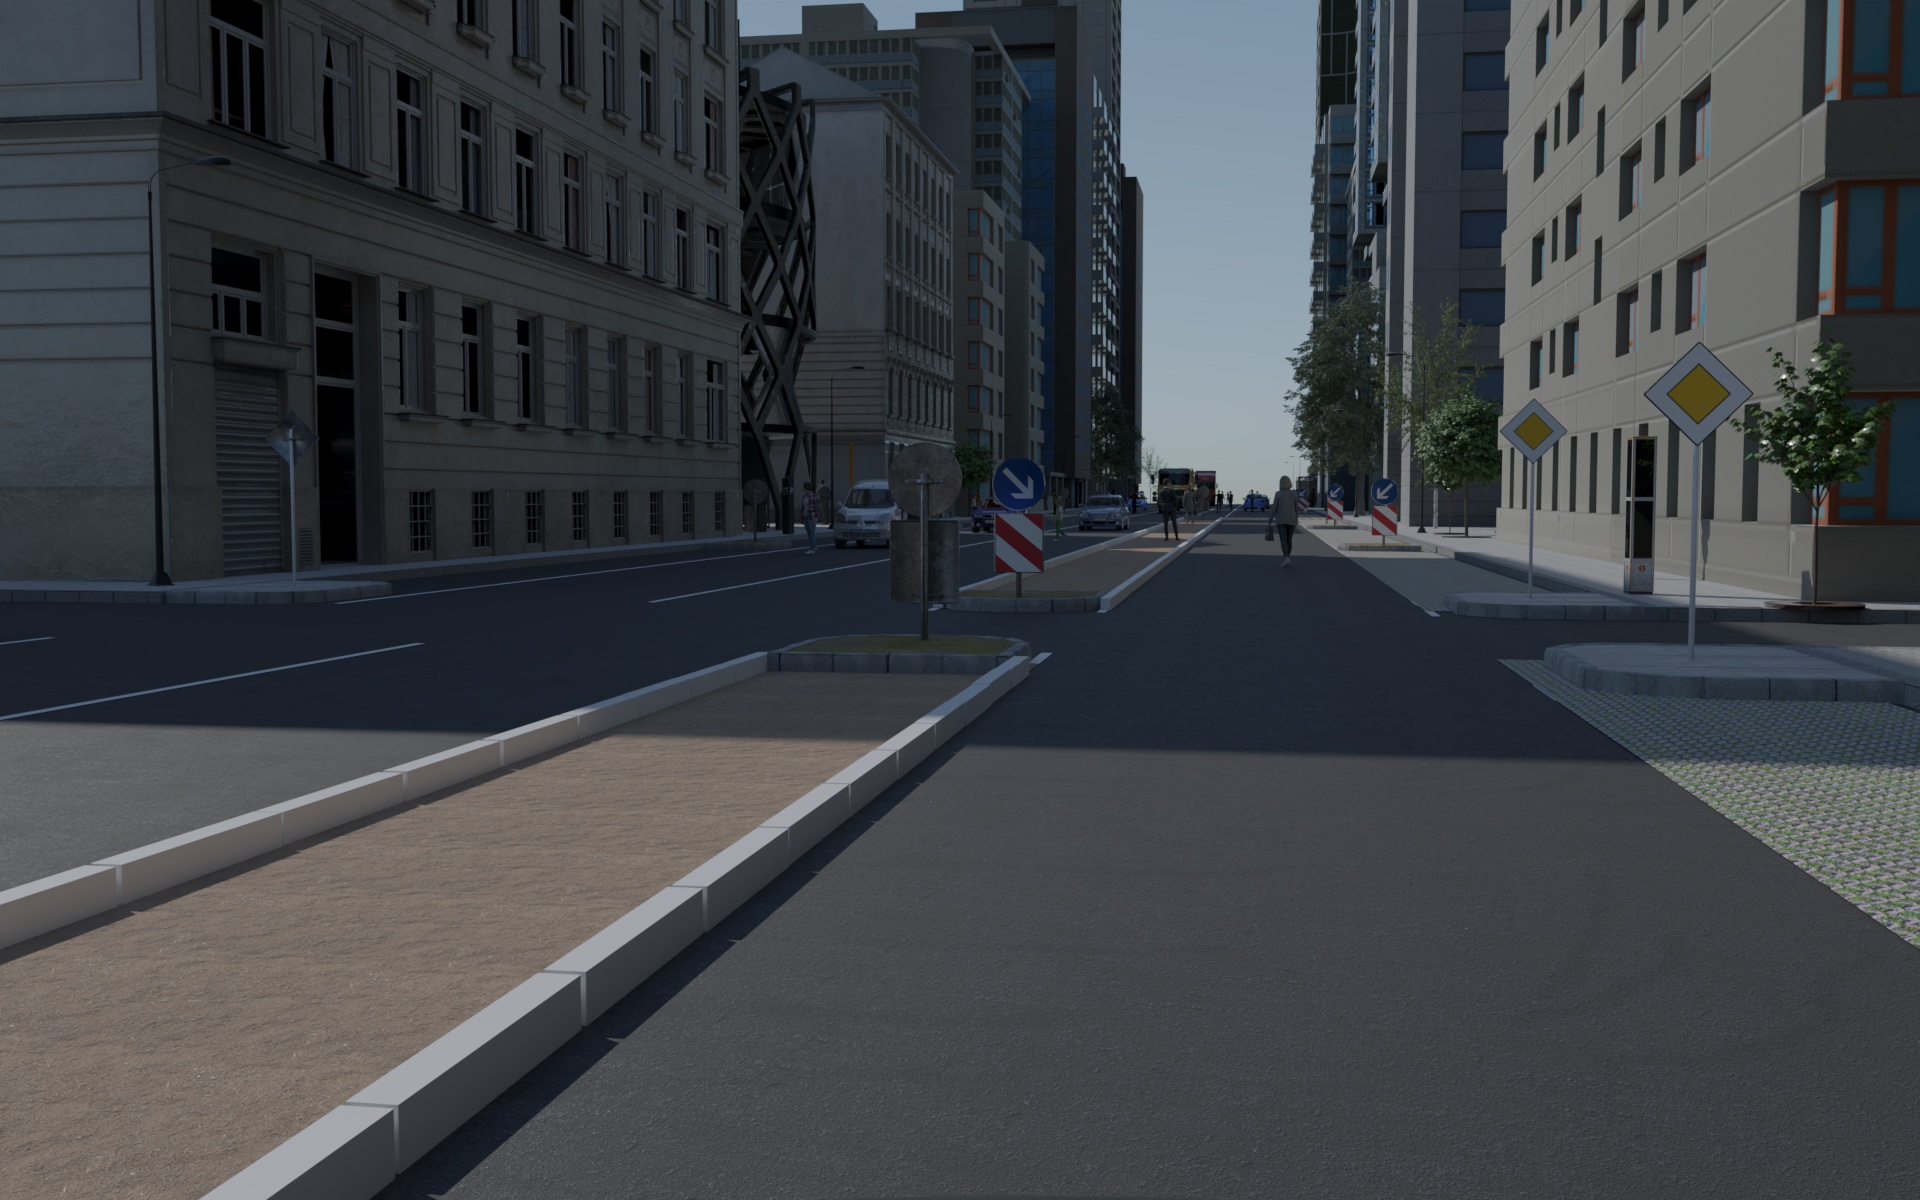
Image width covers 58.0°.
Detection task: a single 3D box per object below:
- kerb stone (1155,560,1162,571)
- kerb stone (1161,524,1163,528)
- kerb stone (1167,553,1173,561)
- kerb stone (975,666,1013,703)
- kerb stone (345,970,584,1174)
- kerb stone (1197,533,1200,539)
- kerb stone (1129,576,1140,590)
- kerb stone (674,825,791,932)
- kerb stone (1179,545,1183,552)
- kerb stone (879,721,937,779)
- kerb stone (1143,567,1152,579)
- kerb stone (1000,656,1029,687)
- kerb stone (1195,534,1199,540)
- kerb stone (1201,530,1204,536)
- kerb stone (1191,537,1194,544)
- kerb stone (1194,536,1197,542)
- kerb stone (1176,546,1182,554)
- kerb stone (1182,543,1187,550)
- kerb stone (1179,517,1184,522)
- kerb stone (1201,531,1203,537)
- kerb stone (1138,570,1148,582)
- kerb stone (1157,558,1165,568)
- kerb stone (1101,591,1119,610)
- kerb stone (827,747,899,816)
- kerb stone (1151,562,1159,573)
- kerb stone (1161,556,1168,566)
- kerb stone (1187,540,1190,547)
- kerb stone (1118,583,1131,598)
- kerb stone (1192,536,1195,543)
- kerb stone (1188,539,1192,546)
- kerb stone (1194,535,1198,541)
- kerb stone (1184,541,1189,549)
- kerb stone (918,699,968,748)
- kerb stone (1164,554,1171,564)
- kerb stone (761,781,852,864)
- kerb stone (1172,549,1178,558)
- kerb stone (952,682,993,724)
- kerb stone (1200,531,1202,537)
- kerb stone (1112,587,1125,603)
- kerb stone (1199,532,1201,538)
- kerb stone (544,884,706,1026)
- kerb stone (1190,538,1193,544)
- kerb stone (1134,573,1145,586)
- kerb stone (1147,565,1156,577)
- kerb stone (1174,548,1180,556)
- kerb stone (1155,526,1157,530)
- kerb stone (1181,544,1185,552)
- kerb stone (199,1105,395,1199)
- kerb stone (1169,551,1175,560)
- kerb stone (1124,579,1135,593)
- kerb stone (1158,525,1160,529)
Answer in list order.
[{"bbox_3d":[3.598,-0.596,31.938,0.120,0.150,1.000,1,4,10],"label":"kerb stone"},{"bbox_3d":[8.090,-2.967,70.713,0.120,0.150,1.000,1,4,10],"label":"kerb stone"},{"bbox_3d":[4.288,-0.841,35.991,0.120,0.150,1.000,1,4,10],"label":"kerb stone"},{"bbox_3d":[0.224,0.610,12.220,0.120,0.150,1.000,1,4,10],"label":"kerb stone"},{"bbox_3d":[-1.156,1.105,4.145,0.120,0.150,1.000,1,4,10],"label":"kerb stone"},{"bbox_3d":[7.221,-1.891,53.158,0.120,0.150,1.000,1,4,10],"label":"kerb stone"},{"bbox_3d":[2.562,-0.226,25.888,0.120,0.150,1.000,1,4,10],"label":"kerb stone"},{"bbox_3d":[-0.801,0.980,6.167,0.120,0.150,1.000,1,4,10],"label":"kerb stone"},{"bbox_3d":[5.150,-1.153,41.042,0.120,0.150,1.000,1,4,10],"label":"kerb stone"},{"bbox_3d":[-0.283,0.795,9.191,0.120,0.150,1.000,1,4,10],"label":"kerb stone"},{"bbox_3d":[3.076,-0.409,28.912,0.120,0.150,1.000,1,4,10],"label":"kerb stone"},{"bbox_3d":[0.404,0.550,13.231,0.120,0.150,1.000,1,4,10],"label":"kerb stone"},{"bbox_3d":[7.042,-1.832,52.148,0.120,0.150,1.000,1,4,10],"label":"kerb stone"},{"bbox_3d":[7.905,-2.140,57.189,0.120,0.150,1.000,1,4,10],"label":"kerb stone"},{"bbox_3d":[6.363,-1.582,48.105,0.120,0.150,1.000,1,4,10],"label":"kerb stone"},{"bbox_3d":[6.708,-1.704,50.123,0.120,0.150,1.000,1,4,10],"label":"kerb stone"},{"bbox_3d":[4.983,-1.091,40.029,0.120,0.150,1.000,1,4,10],"label":"kerb stone"},{"bbox_3d":[5.490,-1.275,43.058,0.120,0.150,1.000,1,4,10],"label":"kerb stone"},{"bbox_3d":[11.889,-4.328,92.952,0.120,0.150,1.000,1,4,10],"label":"kerb stone"},{"bbox_3d":[7.739,-2.077,56.180,0.120,0.150,1.000,1,4,10],"label":"kerb stone"},{"bbox_3d":[2.903,-0.349,27.903,0.120,0.150,1.000,1,4,10],"label":"kerb stone"},{"bbox_3d":[3.768,-0.658,32.951,0.120,0.150,1.000,1,4,10],"label":"kerb stone"},{"bbox_3d":[1.876,0.023,21.839,0.120,0.150,1.000,1,4,10],"label":"kerb stone"},{"bbox_3d":[-0.460,0.857,8.183,0.120,0.150,1.000,1,4,10],"label":"kerb stone"},{"bbox_3d":[3.424,-0.534,30.931,0.120,0.150,1.000,1,4,10],"label":"kerb stone"},{"bbox_3d":[3.933,-0.720,33.959,0.120,0.150,1.000,1,4,10],"label":"kerb stone"},{"bbox_3d":[5.845,-1.399,45.073,0.120,0.150,1.000,1,4,10],"label":"kerb stone"},{"bbox_3d":[2.222,-0.102,23.867,0.120,0.150,1.000,1,4,10],"label":"kerb stone"},{"bbox_3d":[6.526,-1.647,49.117,0.120,0.150,1.000,1,4,10],"label":"kerb stone"},{"bbox_3d":[6.016,-1.458,46.091,0.120,0.150,1.000,1,4,10],"label":"kerb stone"},{"bbox_3d":[6.874,-1.770,51.131,0.120,0.150,1.000,1,4,10],"label":"kerb stone"},{"bbox_3d":[5.673,-1.338,44.066,0.120,0.150,1.000,1,4,10],"label":"kerb stone"},{"bbox_3d":[-0.112,0.733,10.203,0.120,0.150,1.000,1,4,10],"label":"kerb stone"},{"bbox_3d":[4.115,-0.782,34.974,0.120,0.150,1.000,1,4,10],"label":"kerb stone"},{"bbox_3d":[-0.634,0.919,7.175,0.120,0.150,1.000,1,4,10],"label":"kerb stone"},{"bbox_3d":[4.637,-0.964,38.008,0.120,0.150,1.000,1,4,10],"label":"kerb stone"},{"bbox_3d":[0.064,0.674,11.211,0.120,0.150,1.000,1,4,10],"label":"kerb stone"},{"bbox_3d":[7.568,-2.017,55.173,0.120,0.150,1.000,1,4,10],"label":"kerb stone"},{"bbox_3d":[2.050,-0.040,22.857,0.120,0.150,1.000,1,4,10],"label":"kerb stone"},{"bbox_3d":[7.389,-1.955,54.166,0.120,0.150,1.000,1,4,10],"label":"kerb stone"},{"bbox_3d":[-0.980,1.043,5.160,0.120,0.150,1.000,1,4,10],"label":"kerb stone"},{"bbox_3d":[6.186,-1.518,47.098,0.120,0.150,1.000,1,4,10],"label":"kerb stone"},{"bbox_3d":[2.734,-0.287,26.895,0.120,0.150,1.000,1,4,10],"label":"kerb stone"},{"bbox_3d":[3.255,-0.472,29.919,0.120,0.150,1.000,1,4,10],"label":"kerb stone"},{"bbox_3d":[4.811,-1.029,39.015,0.120,0.150,1.000,1,4,10],"label":"kerb stone"},{"bbox_3d":[7.392,-2.718,66.677,0.120,0.150,1.000,1,4,10],"label":"kerb stone"},{"bbox_3d":[5.318,-1.212,42.050,0.120,0.150,1.000,1,4,10],"label":"kerb stone"},{"bbox_3d":[-1.325,1.166,3.137,0.120,0.150,1.000,1,4,10],"label":"kerb stone"},{"bbox_3d":[4.463,-0.906,37.001,0.120,0.150,1.000,1,4,10],"label":"kerb stone"},{"bbox_3d":[2.383,-0.159,24.876,0.120,0.150,1.000,1,4,10],"label":"kerb stone"},{"bbox_3d":[7.741,-2.844,68.691,0.120,0.150,1.000,1,4,10],"label":"kerb stone"}]
